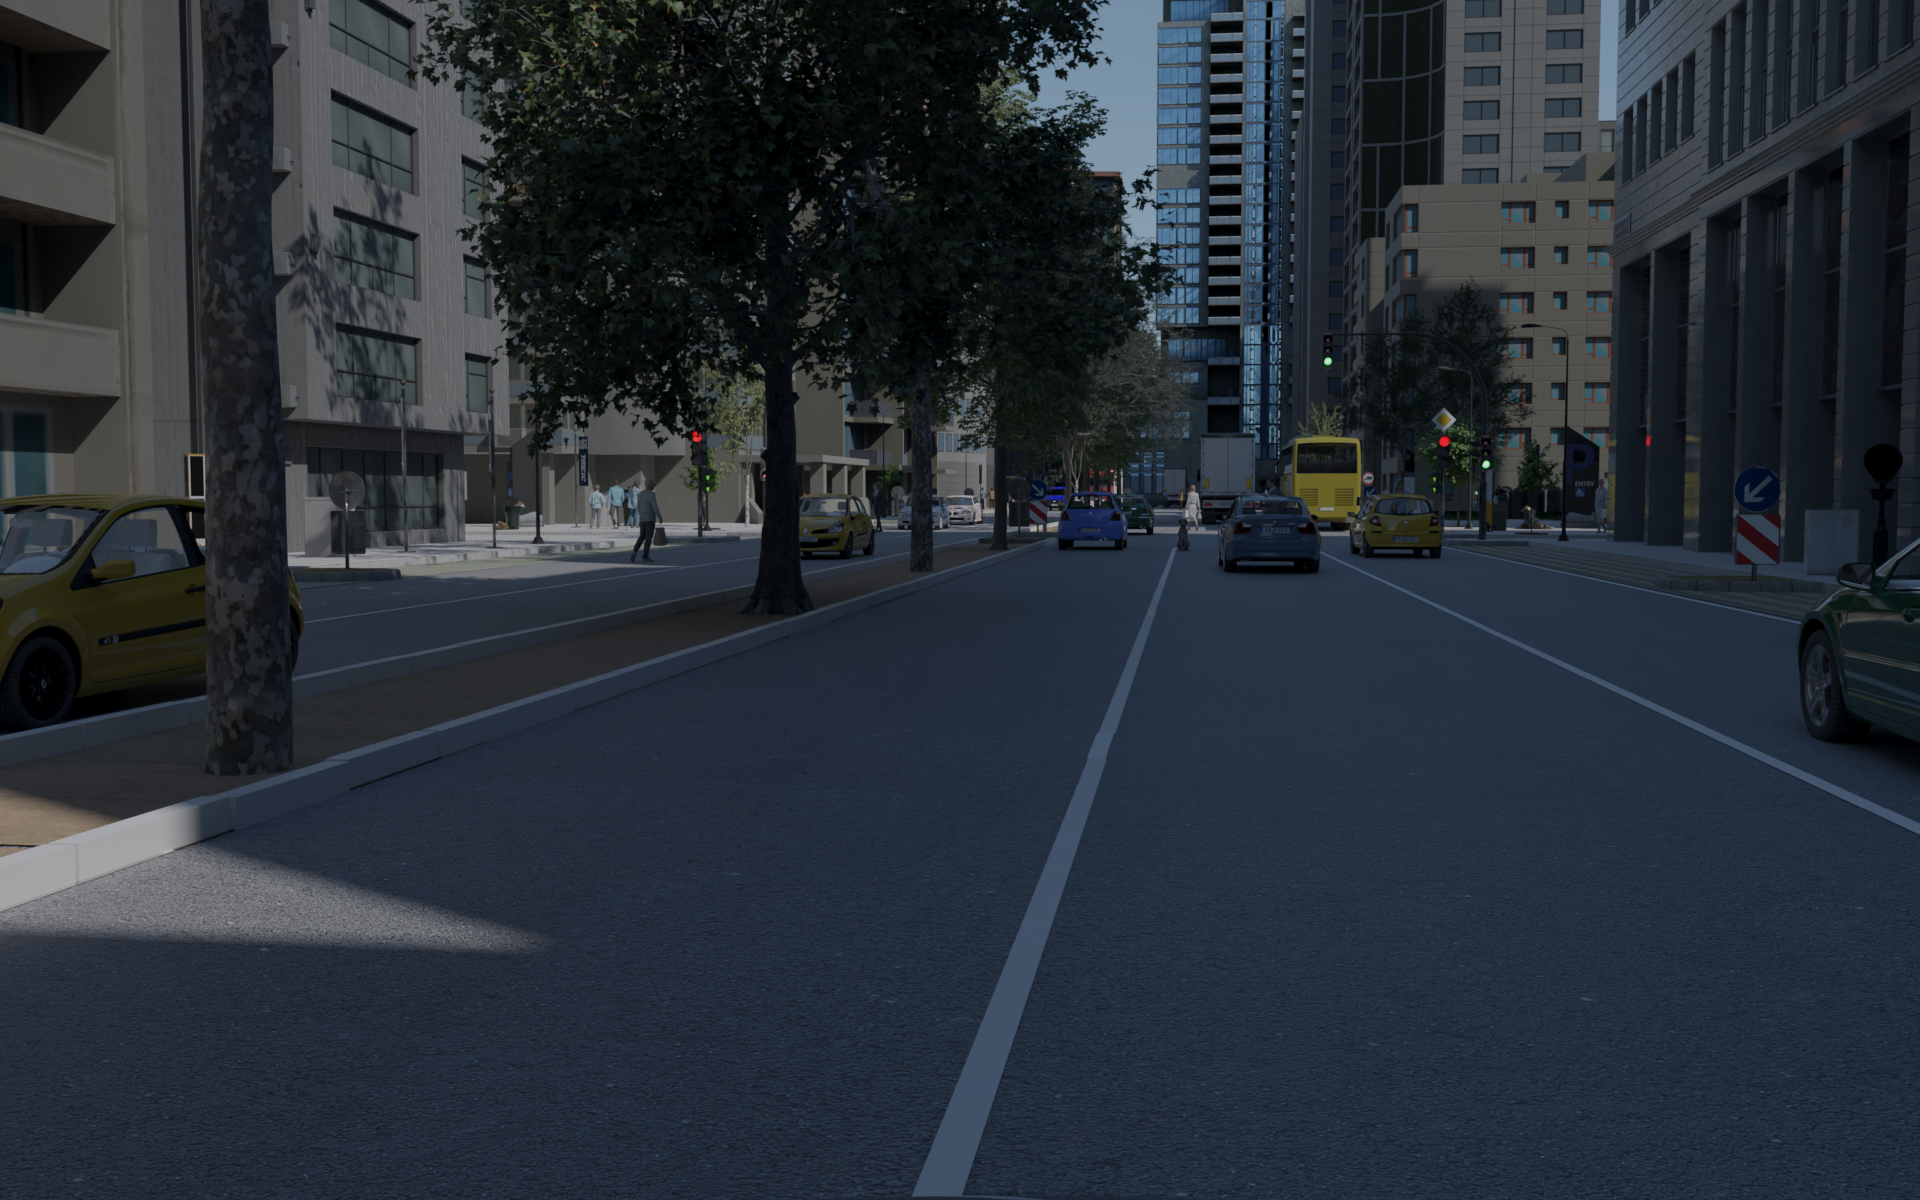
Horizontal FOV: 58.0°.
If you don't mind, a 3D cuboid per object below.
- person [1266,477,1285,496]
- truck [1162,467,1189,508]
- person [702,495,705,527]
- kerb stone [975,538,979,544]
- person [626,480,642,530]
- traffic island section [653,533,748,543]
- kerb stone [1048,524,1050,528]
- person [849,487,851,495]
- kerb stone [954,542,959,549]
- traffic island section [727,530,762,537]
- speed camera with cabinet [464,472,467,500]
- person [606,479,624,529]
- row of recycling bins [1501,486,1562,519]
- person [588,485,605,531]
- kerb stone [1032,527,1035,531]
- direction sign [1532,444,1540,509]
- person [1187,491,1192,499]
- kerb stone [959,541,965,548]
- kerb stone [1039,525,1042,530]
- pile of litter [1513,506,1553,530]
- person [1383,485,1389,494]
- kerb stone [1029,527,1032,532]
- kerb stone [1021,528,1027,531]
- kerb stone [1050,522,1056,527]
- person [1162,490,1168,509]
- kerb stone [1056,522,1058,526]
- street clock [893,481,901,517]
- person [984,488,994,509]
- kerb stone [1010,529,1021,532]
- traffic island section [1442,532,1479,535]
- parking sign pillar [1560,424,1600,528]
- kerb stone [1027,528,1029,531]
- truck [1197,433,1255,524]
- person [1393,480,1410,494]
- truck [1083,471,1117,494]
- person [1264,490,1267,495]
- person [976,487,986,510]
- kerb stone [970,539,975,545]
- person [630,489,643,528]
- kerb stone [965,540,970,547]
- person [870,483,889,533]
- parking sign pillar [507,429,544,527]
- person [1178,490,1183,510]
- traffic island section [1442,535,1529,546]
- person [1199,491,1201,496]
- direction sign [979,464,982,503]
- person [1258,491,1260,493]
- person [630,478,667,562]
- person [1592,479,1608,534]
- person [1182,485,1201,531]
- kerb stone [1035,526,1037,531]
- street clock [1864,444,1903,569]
[{"bbox_3d":[7.261,-1.933,40.063,0.822,1.834,0.622,0,4,-7],"label":"person"},{"bbox_3d":[23.080,-12.042,185.801,2.839,4.237,11.283,0,4,8],"label":"truck"},{"bbox_3d":[-10.090,-3.519,68.251,0.362,1.253,0.373,3,5,42],"label":"person"},{"bbox_3d":[0.346,-1.627,48.802,0.120,0.150,1.000,0,4,8],"label":"kerb stone"},{"bbox_3d":[-11.564,-3.369,61.385,0.793,1.790,0.793,0,4,3],"label":"person"},{"bbox_3d":[-7.765,-1.797,51.654,2.009,0.180,2.903,0,4,8],"label":"traffic island section"},{"bbox_3d":[3.587,-3.089,72.696,0.120,0.150,1.000,0,4,8],"label":"kerb stone"},{"bbox_3d":[-6.017,-5.581,97.720,0.534,1.772,0.576,-1,4,-18],"label":"person"},{"bbox_3d":[-0.208,-1.379,44.741,0.120,0.150,1.000,0,4,8],"label":"kerb stone"},{"bbox_3d":[-6.692,-2.281,59.567,2.009,0.180,2.903,0,4,8],"label":"traffic island section"},{"bbox_3d":[-20.035,-4.415,66.522,2.038,3.252,0.660,0,4,-6],"label":"speed camera with cabinet"},{"bbox_3d":[-12.682,-3.531,63.798,0.660,1.820,0.620,-2,4,-33],"label":"person"},{"bbox_3d":[28.839,-4.926,87.652,1.069,1.692,3.534,-3,5,-42],"label":"row of recycling bins"},{"bbox_3d":[-12.611,-3.197,60.124,0.589,1.601,0.330,0,4,8],"label":"person"},{"bbox_3d":[2.623,-2.654,65.581,0.120,0.150,1.000,0,4,8],"label":"kerb stone"},{"bbox_3d":[26.231,-5.336,79.234,0.379,3.537,0.876,-1,4,-15],"label":"direction sign"},{"bbox_3d":[14.307,-6.014,106.936,0.635,1.810,0.391,0,4,7],"label":"person"},{"bbox_3d":[-0.065,-1.438,45.753,0.120,0.150,1.000,0,4,8],"label":"kerb stone"},{"bbox_3d":[3.029,-2.841,68.638,0.120,0.150,1.000,0,4,8],"label":"kerb stone"},{"bbox_3d":[20.998,-3.024,63.402,1.176,0.858,1.719,0,4,-8],"label":"pile of litter"},{"bbox_3d":[22.650,-5.214,91.869,0.480,1.755,0.524,-2,4,-33],"label":"person"},{"bbox_3d":[2.479,-2.591,64.565,0.120,0.150,1.000,0,4,8],"label":"kerb stone"},{"bbox_3d":[2.202,-2.464,62.526,0.120,0.150,1.000,0,4,8],"label":"kerb stone"},{"bbox_3d":[4.000,-3.275,75.740,0.120,0.150,1.000,0,4,8],"label":"kerb stone"},{"bbox_3d":[20.105,-9.877,169.854,0.709,1.838,0.599,-2,4,-33],"label":"person"},{"bbox_3d":[4.138,-3.337,76.753,0.120,0.150,1.000,0,4,8],"label":"kerb stone"},{"bbox_3d":[-3.582,-5.743,98.476,0.358,2.002,0.471,2,4,25],"label":"street clock"},{"bbox_3d":[2.694,-8.584,146.478,1.348,1.812,0.705,0,4,-5],"label":"person"},{"bbox_3d":[1.932,-2.342,60.488,0.120,0.150,1.000,0,4,8],"label":"kerb stone"},{"bbox_3d":[15.744,-2.095,56.532,2.009,0.180,2.903,0,4,8],"label":"traffic island section"},{"bbox_3d":[23.795,-4.765,66.377,1.447,3.967,1.447,2,4,25],"label":"parking sign pillar"},{"bbox_3d":[2.346,-2.523,63.546,0.120,0.150,1.000,0,4,8],"label":"kerb stone"},{"bbox_3d":[13.051,-5.878,85.027,2.839,4.237,11.283,0,4,8],"label":"truck"},{"bbox_3d":[11.814,-2.322,46.567,0.616,1.811,0.778,0,4,5],"label":"person"},{"bbox_3d":[12.343,-9.916,151.032,2.839,4.237,11.283,0,4,6],"label":"truck"},{"bbox_3d":[24.971,-8.052,140.877,0.721,1.736,1.217,-2,4,-26],"label":"person"},{"bbox_3d":[1.829,-8.353,142.600,0.705,1.826,1.348,3,4,36],"label":"person"},{"bbox_3d":[0.213,-1.565,47.789,0.120,0.150,1.000,0,4,8],"label":"kerb stone"},{"bbox_3d":[-12.182,-3.604,65.167,0.606,1.804,0.583,-1,4,-13],"label":"person"},{"bbox_3d":[0.071,-1.496,46.778,0.120,0.150,1.000,0,4,8],"label":"kerb stone"},{"bbox_3d":[-3.089,-3.443,64.577,0.659,1.850,0.755,2,4,34],"label":"person"},{"bbox_3d":[-16.996,-4.841,67.624,1.447,3.967,1.447,-3,5,-44],"label":"parking sign pillar"},{"bbox_3d":[19.419,-8.801,152.493,0.705,1.812,1.348,1,4,17],"label":"person"},{"bbox_3d":[14.672,-1.611,48.619,2.009,0.180,2.903,0,4,8],"label":"traffic island section"},{"bbox_3d":[27.231,-11.466,196.659,0.721,1.739,1.217,-1,4,-10],"label":"person"},{"bbox_3d":[1.567,-8.600,132.598,0.379,3.537,0.876,-1,4,-13],"label":"direction sign"},{"bbox_3d":[33.631,-11.403,194.925,0.705,1.826,1.348,1,4,17],"label":"person"},{"bbox_3d":[-6.527,-1.673,36.337,0.782,1.767,0.515,3,4,38],"label":"person"},{"bbox_3d":[20.768,-3.033,55.989,0.624,1.780,0.694,-1,4,-13],"label":"person"},{"bbox_3d":[9.075,-3.600,67.706,0.694,1.780,0.624,0,4,-8],"label":"person"},{"bbox_3d":[2.756,-2.713,66.602,0.120,0.150,1.000,0,4,8],"label":"kerb stone"},{"bbox_3d":[13.313,-1.251,25.020,0.471,2.002,0.358,3,4,39],"label":"street clock"}]
